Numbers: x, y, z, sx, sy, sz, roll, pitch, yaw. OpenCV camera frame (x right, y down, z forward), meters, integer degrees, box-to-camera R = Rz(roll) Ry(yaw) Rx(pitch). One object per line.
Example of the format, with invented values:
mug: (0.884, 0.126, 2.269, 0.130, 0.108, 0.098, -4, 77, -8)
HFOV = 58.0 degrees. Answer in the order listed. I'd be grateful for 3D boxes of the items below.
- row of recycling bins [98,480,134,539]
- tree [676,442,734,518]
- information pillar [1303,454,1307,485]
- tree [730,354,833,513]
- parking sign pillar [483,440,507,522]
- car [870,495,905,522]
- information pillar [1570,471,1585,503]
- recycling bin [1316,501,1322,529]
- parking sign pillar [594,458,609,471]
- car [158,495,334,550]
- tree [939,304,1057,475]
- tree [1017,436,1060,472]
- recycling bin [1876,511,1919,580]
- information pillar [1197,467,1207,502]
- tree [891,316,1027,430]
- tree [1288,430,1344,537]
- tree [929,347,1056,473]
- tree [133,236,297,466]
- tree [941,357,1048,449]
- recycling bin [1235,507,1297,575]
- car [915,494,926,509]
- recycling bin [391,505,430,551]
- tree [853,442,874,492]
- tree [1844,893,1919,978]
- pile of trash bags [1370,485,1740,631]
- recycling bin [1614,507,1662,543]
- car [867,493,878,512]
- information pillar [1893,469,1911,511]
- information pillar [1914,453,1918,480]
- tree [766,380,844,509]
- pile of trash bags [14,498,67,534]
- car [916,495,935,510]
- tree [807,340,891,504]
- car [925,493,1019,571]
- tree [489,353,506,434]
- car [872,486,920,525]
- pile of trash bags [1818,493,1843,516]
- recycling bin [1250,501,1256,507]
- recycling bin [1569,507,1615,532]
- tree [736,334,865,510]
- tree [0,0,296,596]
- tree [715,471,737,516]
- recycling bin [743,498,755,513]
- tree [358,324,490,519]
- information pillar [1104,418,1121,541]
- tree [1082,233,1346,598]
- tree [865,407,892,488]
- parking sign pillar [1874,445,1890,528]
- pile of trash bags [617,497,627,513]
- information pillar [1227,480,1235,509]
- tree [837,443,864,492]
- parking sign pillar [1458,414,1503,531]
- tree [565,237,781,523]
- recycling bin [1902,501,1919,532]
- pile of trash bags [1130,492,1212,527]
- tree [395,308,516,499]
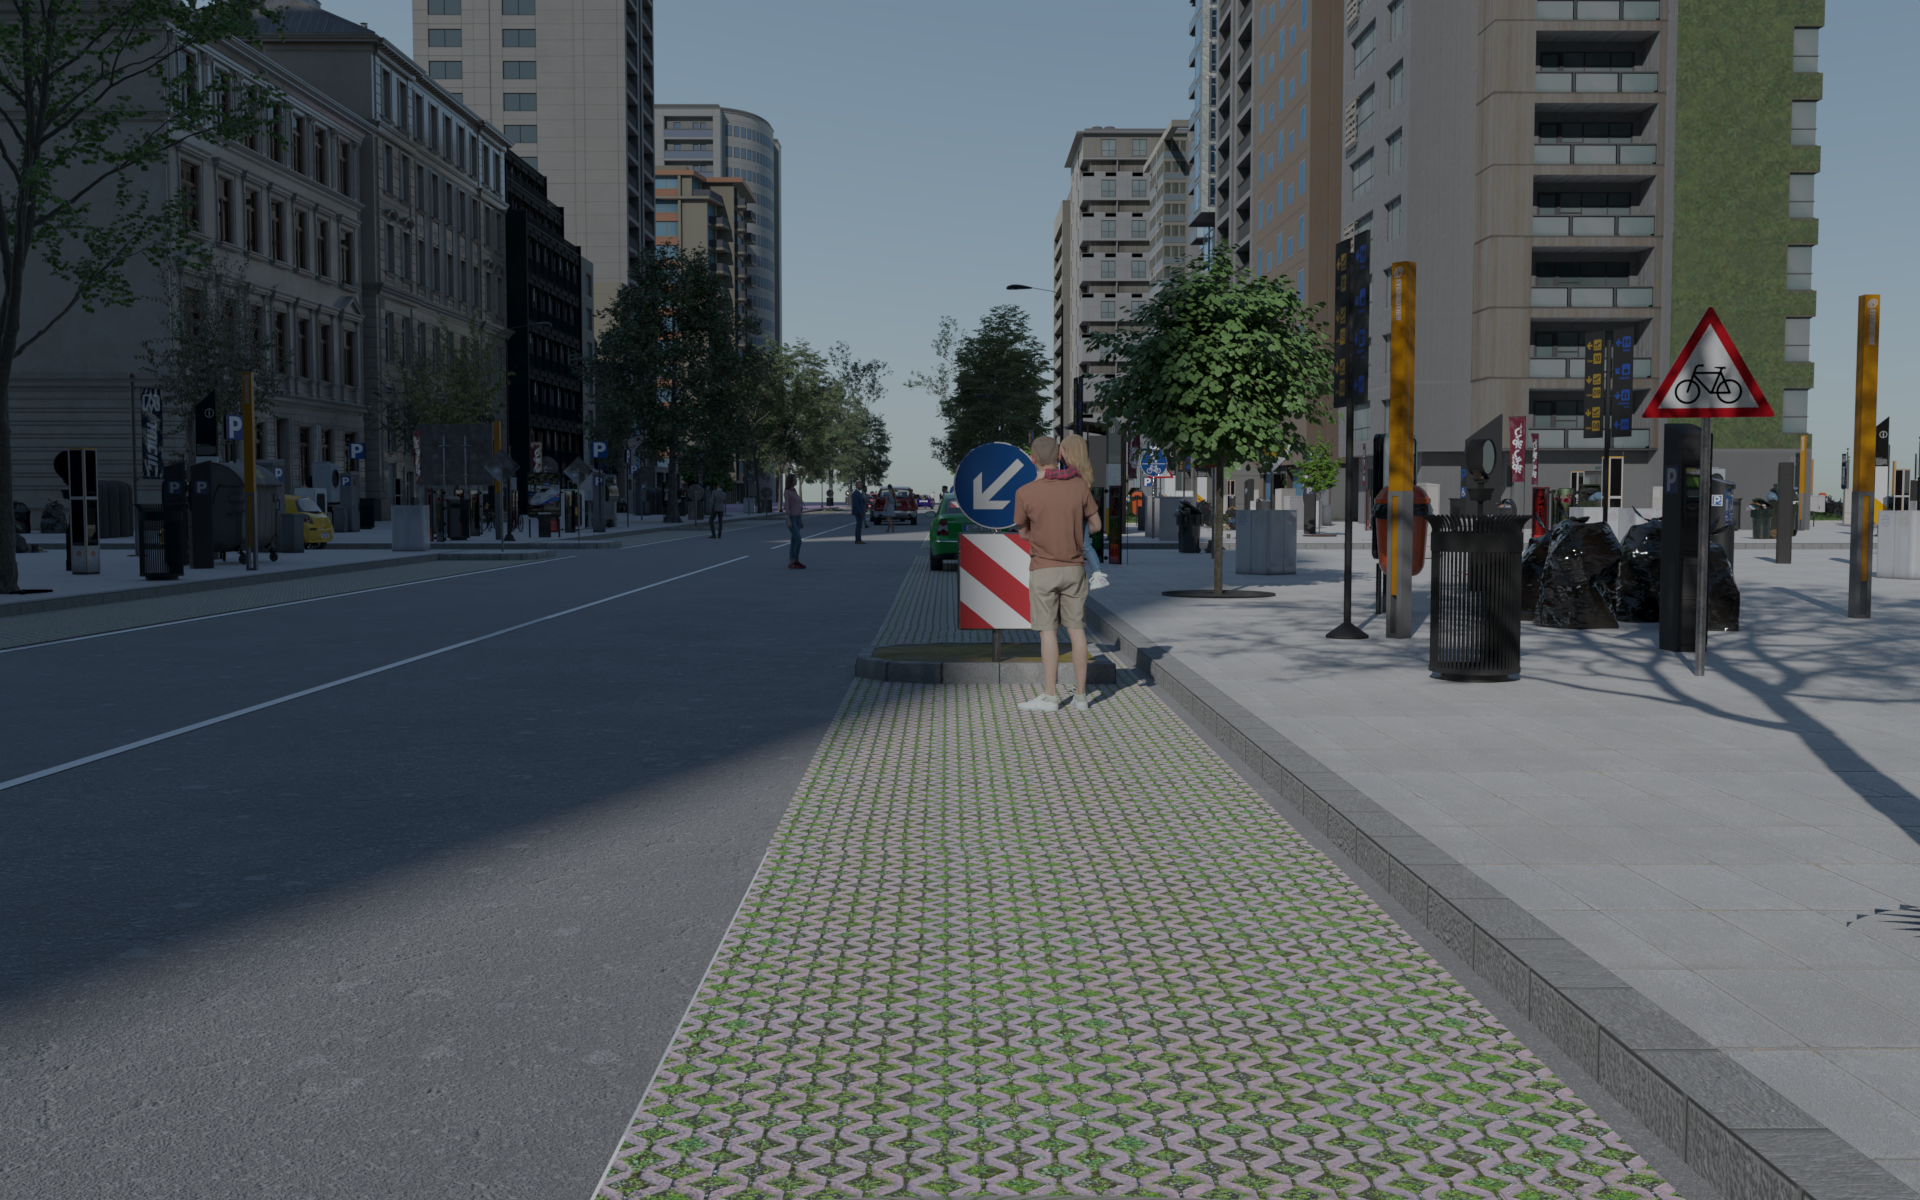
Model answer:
row of recycling bins: (-25.250, -2.699, 51.234, 1.069, 1.692, 3.534, -1, 4, -11)
tree: (-13.761, -6.701, 93.270, 4.285, 4.588, 4.351, 0, 3, 0)
information pillar: (15.408, -5.259, 77.339, 0.183, 3.616, 0.504, 0, 4, -4)
tree: (-13.598, -11.019, 114.571, 7.601, 10.594, 8.767, 1, 4, 14)
parking sign pillar: (-21.078, -5.542, 79.090, 1.447, 3.967, 1.447, 1, 4, 11)
car: (-3.783, -4.840, 90.937, 2.131, 1.459, 4.920, 0, 4, -1)
information pillar: (19.901, -3.142, 55.867, 0.304, 2.012, 0.304, -2, 4, -27)
recycling bin: (13.101, -3.187, 64.659, 0.722, 1.027, 0.722, 1, 4, 23)
parking sign pillar: (-22.420, -7.366, 108.902, 1.447, 3.967, 1.447, 2, 4, 28)
car: (-17.386, -1.952, 42.135, 3.980, 1.641, 2.015, 0, 4, 1)
tree: (2.390, -11.366, 103.962, 7.486, 12.596, 7.792, 0, 3, 0)
tree: (2.661, -3.848, 57.522, 1.663, 3.219, 1.824, 0, 3, 0)
recycling bin: (14.453, -0.838, 26.249, 0.722, 1.027, 0.722, -1, 4, -15)
information pillar: (11.915, -5.738, 85.168, 0.504, 3.616, 0.183, -1, 4, -10)
tree: (0.770, -20.090, 184.363, 12.611, 20.169, 13.585, 0, 3, 0)
tree: (10.734, -3.529, 52.293, 1.663, 3.219, 1.824, 0, 3, 0)
tree: (2.772, -13.054, 130.435, 9.611, 12.733, 9.660, 0, 3, 0)
tree: (-21.883, -6.105, 50.186, 4.360, 8.622, 3.978, 0, 3, 0)
tree: (2.437, -11.058, 115.202, 8.767, 10.594, 7.601, 3, 5, 42)
recycling bin: (4.910, -0.931, 27.777, 0.722, 1.027, 0.722, -3, 5, -40)
car: (-4.199, -9.969, 173.223, 2.015, 1.641, 3.980, 0, 4, -1)
recycling bin: (-12.382, -1.621, 39.051, 0.722, 1.027, 0.722, 0, 4, -7)
tree: (-13.731, -17.768, 240.866, 4.737, 8.622, 4.395, 0, 3, 0)
tree: (2.987, -5.747, 4.333, 12.009, 13.543, 11.850, 0, 3, 0)
pile of trash bags: (5.860, -0.461, 17.283, 3.447, 1.369, 1.912, 1, 4, 13)
recycling bin: (11.945, -1.076, 30.146, 0.722, 1.027, 0.722, 0, 4, -5)
car: (-6.724, -7.771, 136.088, 2.155, 1.783, 4.494, 0, 4, 1)
information pillar: (27.419, -2.810, 50.429, 0.304, 2.012, 0.304, -2, 4, -25)
information pillar: (55.110, -6.638, 99.888, 0.183, 3.616, 0.504, 3, 4, 36)
tree: (-14.120, -13.951, 153.857, 9.928, 11.665, 9.643, 0, 3, 0)
pile of trash bags: (-30.939, -2.864, 56.582, 3.447, 1.369, 1.912, -1, 4, -12)
car: (-3.344, -9.121, 161.707, 1.945, 1.354, 3.894, 0, 4, 1)
tree: (-14.863, -22.042, 216.273, 12.611, 20.169, 13.585, 0, 3, 0)
car: (0.298, -1.519, 33.629, 1.959, 1.807, 4.718, 0, 4, -1)
tree: (-23.618, -8.116, 83.065, 4.360, 8.622, 3.978, 0, 3, 0)
car: (-3.027, -4.453, 81.476, 2.281, 1.827, 5.304, 0, 4, -1)
pile of trash bags: (50.762, -5.578, 100.951, 1.912, 1.369, 3.447, 0, 4, 6)
recycling bin: (11.106, -3.127, 63.679, 0.722, 1.027, 0.722, 2, 4, 26)
recycling bin: (12.089, -1.251, 33.007, 0.722, 1.027, 0.722, 0, 4, -4)
tree: (-13.748, -14.215, 139.077, 9.857, 13.997, 8.962, 0, 3, 0)
tree: (-12.191, -5.887, 22.005, 9.928, 11.665, 9.643, 0, 3, 0)
tree: (-13.793, -6.450, 100.059, 1.663, 3.219, 1.824, 0, 3, 0)
recycling bin: (-14.000, -6.273, 115.117, 0.722, 1.027, 0.722, 0, 4, -1)
tree: (-23.395, -7.588, 74.430, 4.360, 8.622, 3.978, 0, 3, 0)
information pillar: (4.209, -3.442, 47.626, 0.504, 3.616, 0.183, -3, 4, -38)
tree: (3.333, -2.328, 21.775, 4.285, 4.588, 4.351, 0, 3, 0)
tree: (-14.510, -17.493, 192.662, 9.857, 13.997, 8.962, 0, 3, 0)
parking sign pillar: (34.629, -4.712, 65.516, 1.447, 3.967, 1.447, 0, 4, 2)
pile of trash bags: (-23.673, -6.562, 117.041, 3.447, 1.369, 1.912, -3, 4, -38)
information pillar: (14.248, -5.293, 91.033, 0.304, 2.012, 0.304, -1, 4, -22)
tree: (-14.702, -17.028, 228.767, 4.360, 8.622, 3.978, 0, 3, 0)
parking sign pillar: (17.552, -4.272, 58.326, 1.447, 3.967, 1.447, -1, 4, -12)
tree: (-12.872, -9.814, 77.465, 9.611, 12.733, 9.660, 0, 3, 0)
recycling bin: (35.255, -3.121, 63.576, 0.722, 1.027, 0.722, 0, 4, -2)
pile of trash bags: (8.482, -3.634, 69.166, 3.447, 1.369, 1.912, 1, 4, 22)
tree: (-19.618, -7.177, 67.713, 4.737, 8.622, 4.395, 0, 3, 0)
